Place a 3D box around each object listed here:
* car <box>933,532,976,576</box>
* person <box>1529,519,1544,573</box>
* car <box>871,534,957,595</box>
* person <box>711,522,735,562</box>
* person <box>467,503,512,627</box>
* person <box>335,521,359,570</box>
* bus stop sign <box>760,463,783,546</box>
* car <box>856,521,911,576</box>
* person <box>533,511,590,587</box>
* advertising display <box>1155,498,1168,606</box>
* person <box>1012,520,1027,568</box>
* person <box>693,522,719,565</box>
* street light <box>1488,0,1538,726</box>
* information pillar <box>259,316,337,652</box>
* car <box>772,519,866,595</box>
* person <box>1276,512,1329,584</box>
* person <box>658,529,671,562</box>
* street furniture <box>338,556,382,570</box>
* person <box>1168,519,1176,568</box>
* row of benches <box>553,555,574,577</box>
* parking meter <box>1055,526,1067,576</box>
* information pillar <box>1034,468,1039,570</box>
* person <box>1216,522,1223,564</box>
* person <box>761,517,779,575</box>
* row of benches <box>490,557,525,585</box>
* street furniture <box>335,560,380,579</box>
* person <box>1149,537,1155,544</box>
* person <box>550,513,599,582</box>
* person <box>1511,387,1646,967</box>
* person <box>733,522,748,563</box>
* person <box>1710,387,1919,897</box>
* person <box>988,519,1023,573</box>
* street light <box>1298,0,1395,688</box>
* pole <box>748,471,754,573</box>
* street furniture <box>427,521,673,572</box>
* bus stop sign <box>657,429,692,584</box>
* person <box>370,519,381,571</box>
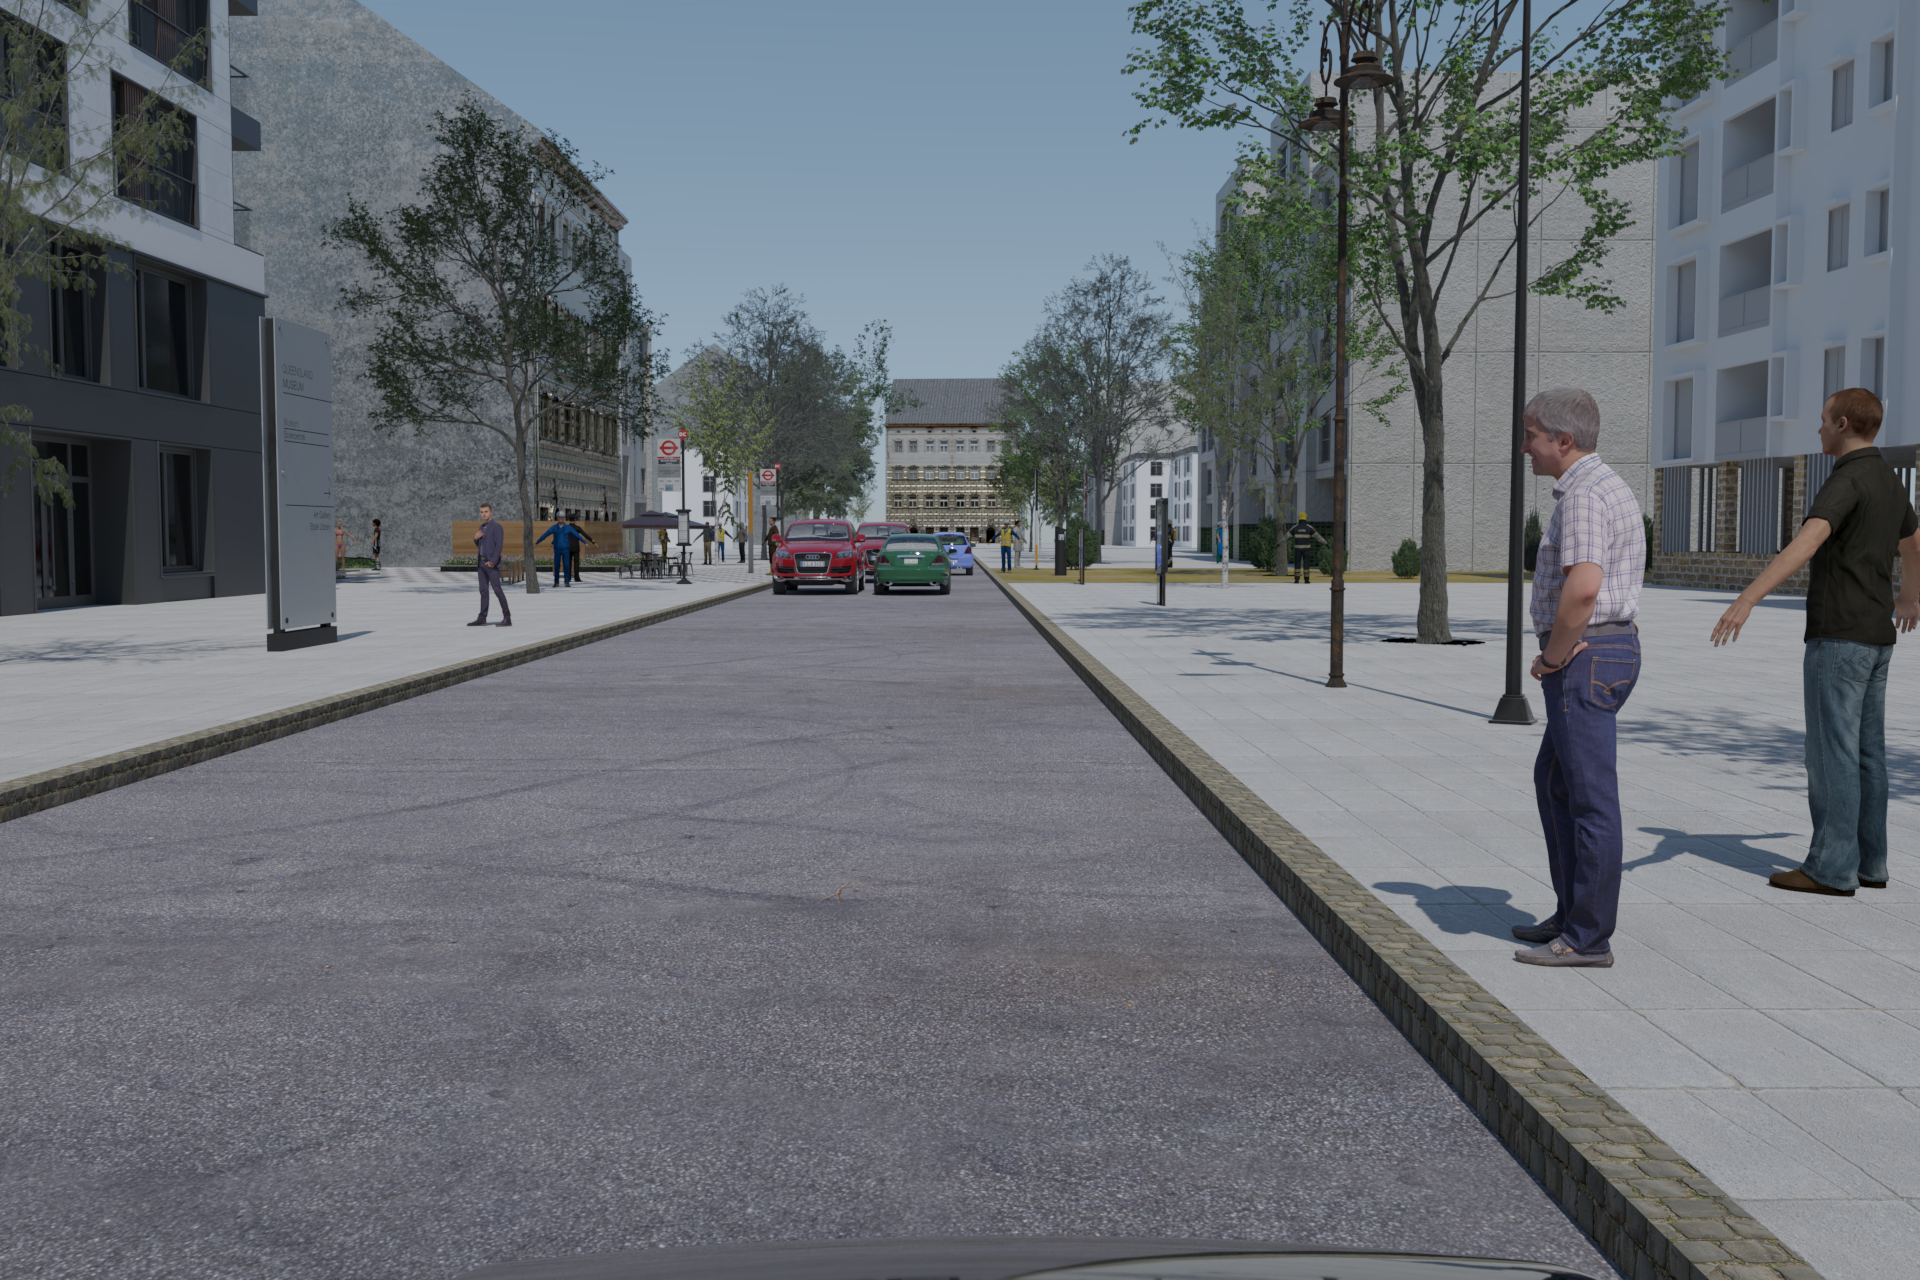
[{"bbox_3d":[-0.396,-3.143,60.973,1.945,1.707,3.694,0,4,-1],"label":"car"},{"bbox_3d":[19.140,-3.162,57.556,1.347,1.847,0.705,-1,4,-16],"label":"person"},{"bbox_3d":[-1.131,-1.868,42.338,2.131,1.459,4.920,0,3,0],"label":"car"},{"bbox_3d":[-10.895,-4.451,78.737,1.349,1.833,0.705,-1,4,-14],"label":"person"},{"bbox_3d":[-6.541,-1.044,24.037,0.530,1.710,0.541,-3,4,-37],"label":"person"},{"bbox_3d":[-20.794,-3.135,58.067,1.217,1.733,0.721,-2,4,-24],"label":"person"},{"bbox_3d":[-7.044,-4.659,64.870,0.855,3.939,0.416,0,4,-1],"label":"bus stop sign"},{"bbox_3d":[-2.326,-2.680,52.488,2.281,1.827,5.304,0,4,-1],"label":"car"},{"bbox_3d":[-9.641,-2.202,41.886,1.347,1.842,0.705,-1,4,-11],"label":"person"},{"bbox_3d":[3.627,-1.589,31.187,0.123,1.923,0.974,0,4,0],"label":"advertising display"},{"bbox_3d":[2.215,-3.629,65.517,0.705,1.806,1.347,1,4,22],"label":"person"},{"bbox_3d":[-10.545,-4.032,72.202,1.348,1.796,0.705,2,4,31],"label":"person"},{"bbox_3d":[4.303,-2.389,11.598,1.470,5.913,1.316,0,4,-1],"label":"street light"},{"bbox_3d":[-7.462,-1.729,19.580,0.184,3.620,1.656,0,4,0],"label":"information pillar"},{"bbox_3d":[-3.427,-2.079,42.662,2.281,1.827,5.304,0,4,0],"label":"car"},{"bbox_3d":[8.839,-2.382,44.711,1.351,1.858,0.704,1,4,15],"label":"person"},{"bbox_3d":[-12.899,-4.279,75.731,0.705,1.858,1.354,0,4,2],"label":"person"},{"bbox_3d":[-26.412,-2.861,62.396,10.072,0.657,5.734,0,4,2],"label":"street furniture"},{"bbox_3d":[7.903,-3.666,65.714,0.705,1.856,1.354,2,4,28],"label":"person"},{"bbox_3d":[-11.904,-2.242,52.126,1.422,0.672,4.104,-1,4,-14],"label":"row of benches"},{"bbox_3d":[3.108,-2.752,53.403,0.372,1.533,0.369,0,3,0],"label":"parking meter"},{"bbox_3d":[2.731,-4.317,61.931,0.183,3.616,0.504,0,4,-1],"label":"information pillar"},{"bbox_3d":[11.121,-4.151,73.992,0.704,1.817,1.347,1,4,17],"label":"person"},{"bbox_3d":[-5.853,-2.920,53.874,0.704,1.812,1.346,-2,4,-26],"label":"person"},{"bbox_3d":[-11.975,-1.850,45.704,1.422,0.672,4.104,-1,4,-9],"label":"row of benches"},{"bbox_3d":[-21.307,-2.545,48.470,11.010,1.723,9.812,0,4,-3],"label":"street furniture"},{"bbox_3d":[9.501,-4.500,82.844,0.991,1.433,0.599,2,4,24],"label":"person"},{"bbox_3d":[-10.309,-2.461,46.166,1.347,1.837,0.705,1,4,9],"label":"person"},{"bbox_3d":[1.791,0.112,5.145,0.436,1.711,0.756,3,4,37],"label":"person"},{"bbox_3d":[-9.654,-4.300,76.436,0.705,1.813,1.348,-2,4,-33],"label":"person"},{"bbox_3d":[3.175,-0.002,6.250,1.348,1.803,0.705,-3,4,-37],"label":"person"},{"bbox_3d":[1.505,-3.109,57.294,1.216,1.772,0.721,1,4,22],"label":"person"},{"bbox_3d":[3.156,-2.542,14.347,0.468,5.910,1.993,0,3,0],"label":"street light"},{"bbox_3d":[-6.827,-3.832,56.490,0.158,3.312,0.155,0,3,0],"label":"pole"},{"bbox_3d":[-14.006,-3.272,60.358,11.010,1.723,9.812,0,4,6],"label":"street furniture"},{"bbox_3d":[-7.285,-3.397,44.250,0.855,3.939,0.416,0,4,-1],"label":"bus stop sign"},{"bbox_3d":[-20.538,-3.347,60.872,0.704,1.843,1.345,-1,4,-14],"label":"person"}]
